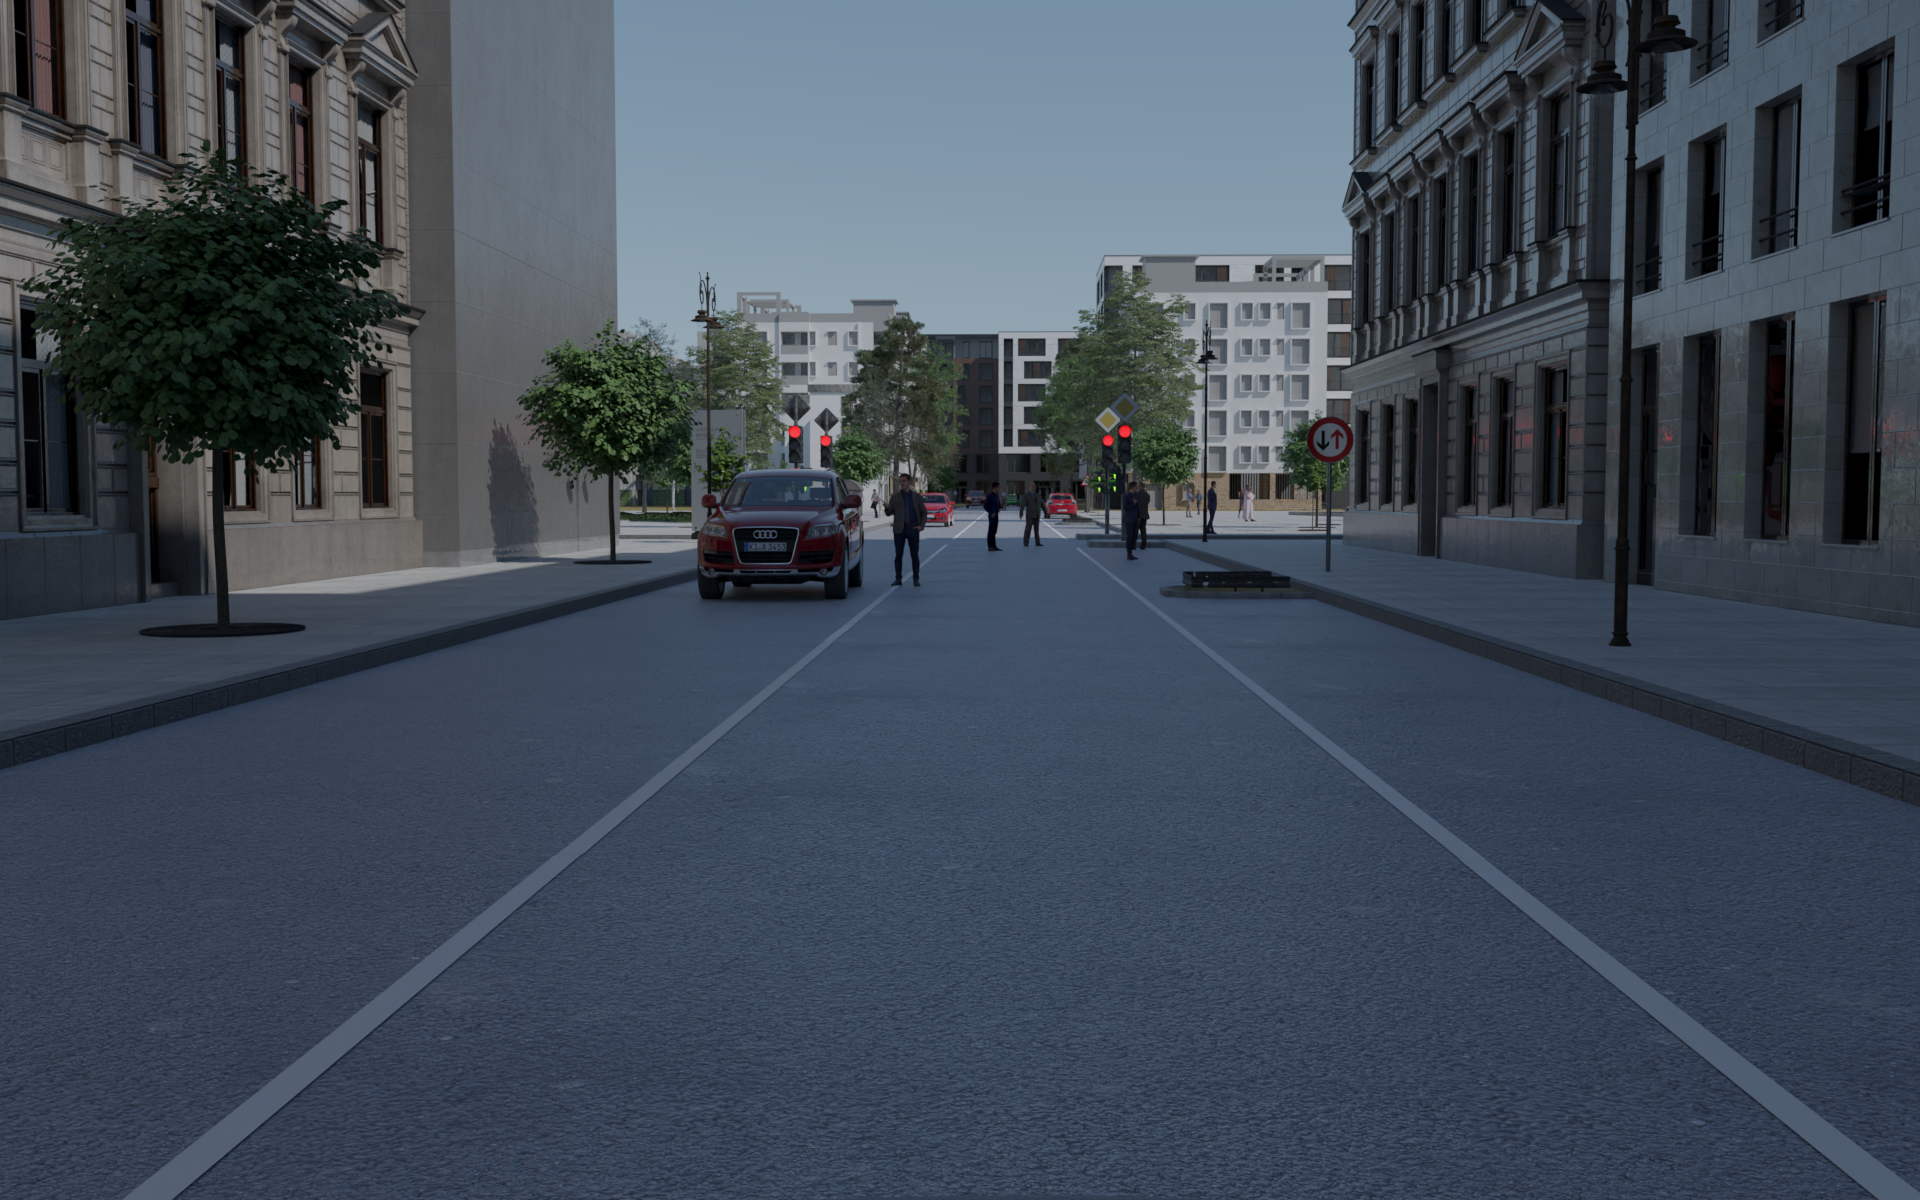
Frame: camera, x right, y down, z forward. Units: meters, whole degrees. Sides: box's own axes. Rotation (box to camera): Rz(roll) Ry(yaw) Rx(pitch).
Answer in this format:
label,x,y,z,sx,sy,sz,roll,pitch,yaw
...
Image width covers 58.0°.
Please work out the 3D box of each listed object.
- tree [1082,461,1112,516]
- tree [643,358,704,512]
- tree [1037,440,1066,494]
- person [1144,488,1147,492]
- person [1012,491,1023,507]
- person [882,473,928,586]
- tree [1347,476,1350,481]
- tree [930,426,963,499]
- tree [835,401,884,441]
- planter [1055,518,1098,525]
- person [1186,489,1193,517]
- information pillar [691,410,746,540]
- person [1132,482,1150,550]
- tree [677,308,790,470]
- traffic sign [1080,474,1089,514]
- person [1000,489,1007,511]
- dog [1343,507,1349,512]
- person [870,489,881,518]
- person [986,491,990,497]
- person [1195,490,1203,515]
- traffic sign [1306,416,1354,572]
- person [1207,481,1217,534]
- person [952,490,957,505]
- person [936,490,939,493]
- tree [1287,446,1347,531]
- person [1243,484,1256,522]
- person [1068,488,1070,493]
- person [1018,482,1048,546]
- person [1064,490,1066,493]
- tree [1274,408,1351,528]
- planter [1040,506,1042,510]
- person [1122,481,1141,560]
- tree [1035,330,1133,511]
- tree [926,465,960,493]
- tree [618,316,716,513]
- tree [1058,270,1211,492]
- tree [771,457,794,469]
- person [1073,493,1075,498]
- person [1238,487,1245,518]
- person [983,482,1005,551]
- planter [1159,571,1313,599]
label,x,y,z,sx,sy,sz,roll,pitch,yaw
tree,8.306,-6.610,102.668,1.663,3.219,1.824,0,3,0
tree,-15.635,-8.759,93.568,4.360,8.622,3.978,0,3,0
tree,11.165,-15.592,205.298,4.737,8.622,4.395,0,3,0
person,14.109,-7.734,133.219,0.721,1.743,1.217,0,4,5
person,6.443,-11.237,192.238,1.348,1.822,0.705,2,4,26
person,-0.866,-1.089,26.840,0.617,1.759,0.750,1,4,11
tree,15.179,-4.675,71.041,1.663,3.219,1.824,0,3,0
tree,-2.715,-11.265,134.546,4.360,8.622,3.978,0,3,0
tree,-7.282,-10.755,126.211,4.737,8.622,4.395,0,3,0
planter,5.441,-3.668,81.110,1.991,0.319,1.994,0,4,2
person,12.595,-5.316,95.021,0.319,1.574,0.516,-1,4,-19
information pillar,-6.770,-3.499,48.526,1.656,3.620,0.184,1,4,21
person,4.587,-2.172,44.706,0.600,1.739,0.565,2,4,33
tree,-13.749,-11.507,106.268,7.486,12.596,7.792,0,3,0
traffic sign,8.109,-6.747,110.320,0.884,2.594,0.081,1,4,11
person,3.706,-8.669,150.104,0.599,1.838,0.709,-3,5,-41
dog,14.238,-2.946,62.548,0.513,0.831,0.800,-1,4,-14
person,-4.483,-5.139,92.283,0.614,1.554,0.590,3,5,40
person,3.314,-11.666,199.370,0.705,1.807,1.348,3,4,37
person,14.741,-6.033,106.902,0.429,1.552,0.499,-1,4,-14
traffic sign,6.083,-1.739,28.547,0.768,2.556,0.104,0,4,4
person,8.057,-2.957,55.309,0.530,1.710,0.541,2,4,34
person,-0.662,-12.351,207.853,0.709,1.838,0.599,-3,5,-45
person,-2.168,-10.208,173.662,0.721,1.735,1.217,-1,4,-9
tree,12.142,-4.012,60.205,1.663,3.219,1.824,0,3,0
person,13.460,-4.526,80.708,0.621,1.740,0.551,2,4,35
person,9.499,-8.860,150.911,0.705,1.823,1.348,2,4,34
person,2.032,-2.351,47.492,0.990,1.755,0.434,-2,4,-30
person,12.115,-11.786,199.465,1.217,1.735,0.721,-2,4,-33
tree,13.493,-5.020,65.798,4.285,4.588,4.351,0,3,0
planter,7.586,-8.364,157.898,1.991,0.319,1.994,0,4,2
person,3.735,-1.732,37.733,0.541,1.710,0.530,-3,4,-38
tree,9.808,-13.632,130.311,7.806,13.903,7.818,0,3,0
tree,-1.715,-11.296,168.403,4.285,4.588,4.351,0,3,0
tree,-21.590,-12.741,118.678,12.009,13.543,11.850,0,3,0
tree,8.873,-10.413,88.376,7.486,12.596,7.792,0,3,0
tree,-9.194,-5.820,89.762,1.663,3.219,1.824,0,3,0
person,11.022,-9.884,170.827,0.799,1.438,0.628,-1,4,-17
person,14.931,-5.139,91.537,0.415,1.643,0.593,3,4,37
person,0.902,-2.097,43.489,0.504,1.737,0.576,1,4,18
planter,3.869,-0.215,24.660,1.991,0.319,1.994,0,4,2
